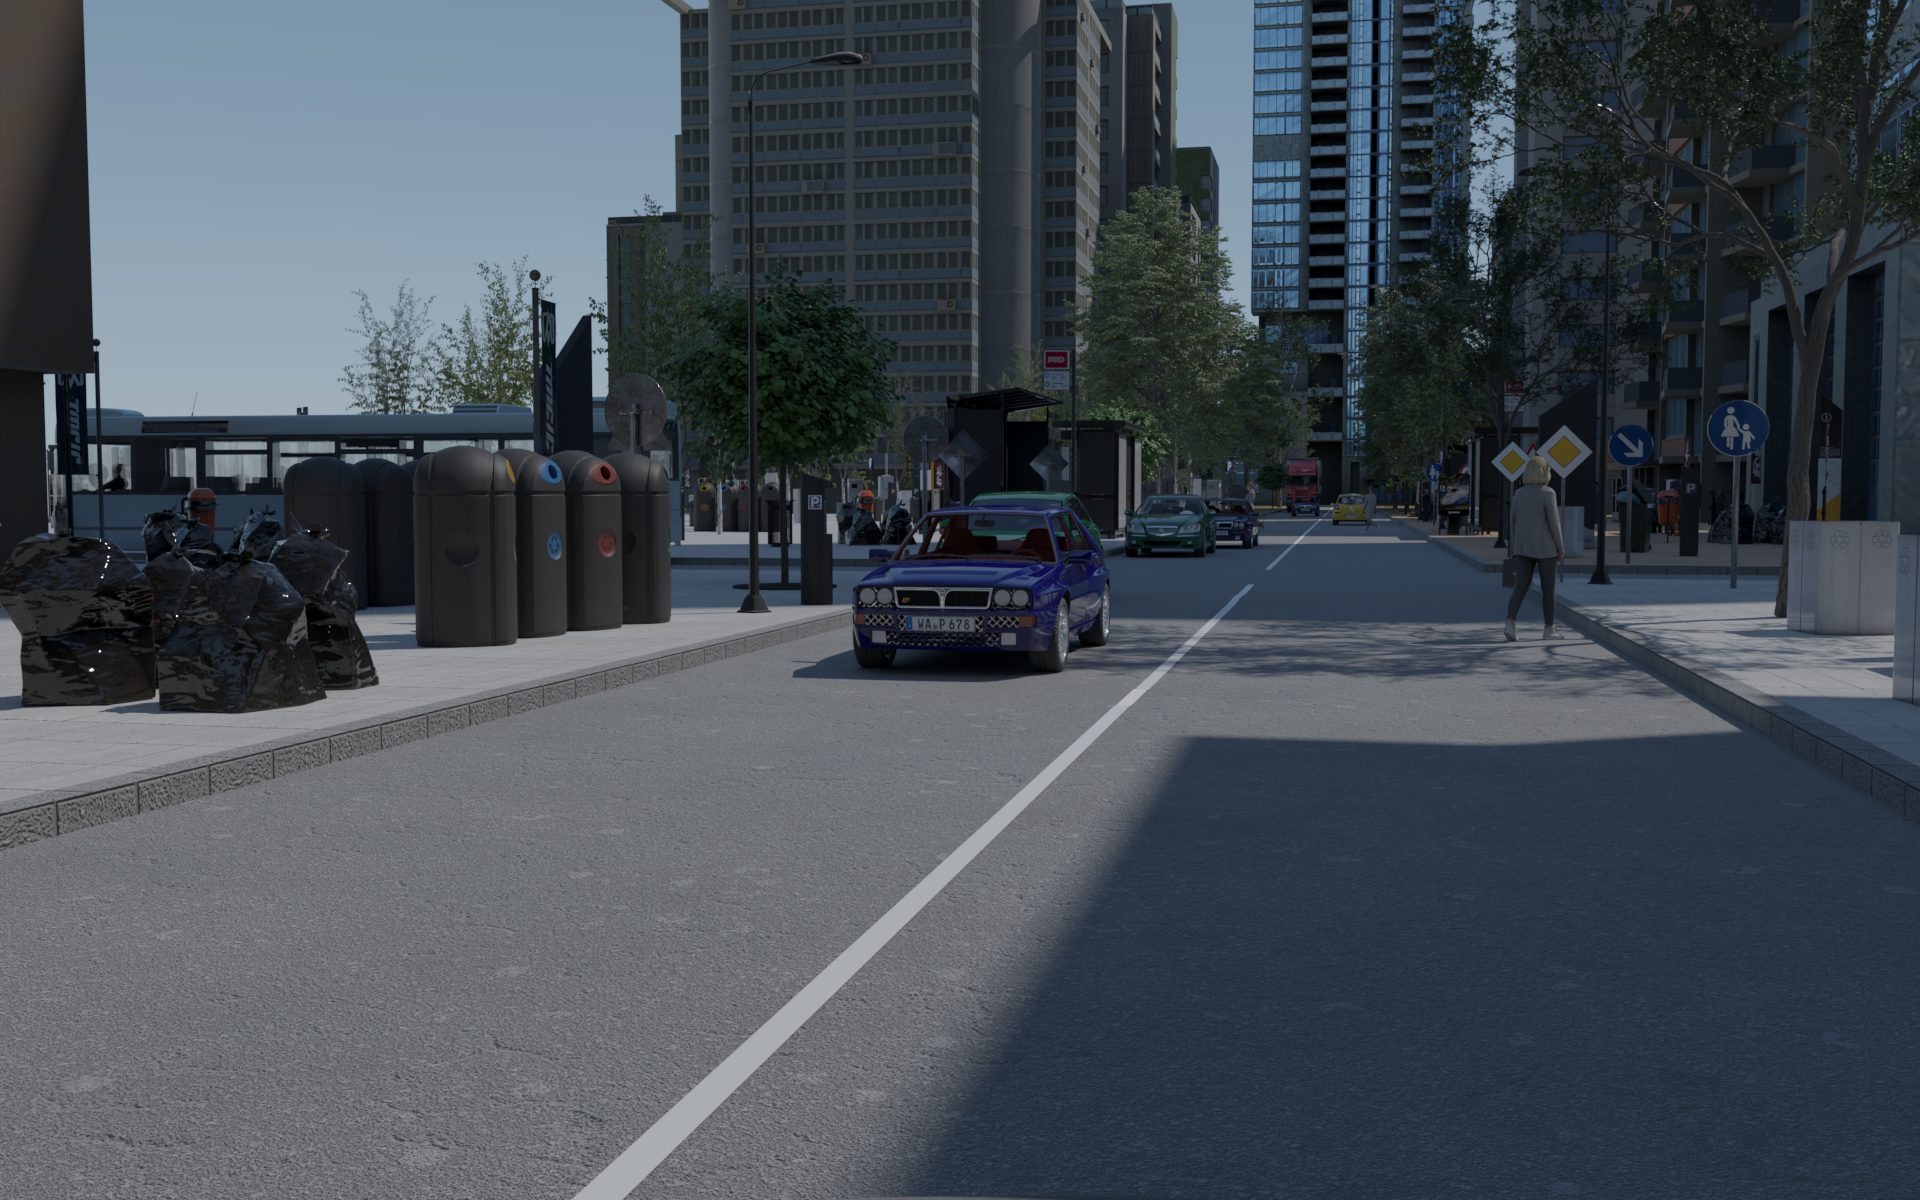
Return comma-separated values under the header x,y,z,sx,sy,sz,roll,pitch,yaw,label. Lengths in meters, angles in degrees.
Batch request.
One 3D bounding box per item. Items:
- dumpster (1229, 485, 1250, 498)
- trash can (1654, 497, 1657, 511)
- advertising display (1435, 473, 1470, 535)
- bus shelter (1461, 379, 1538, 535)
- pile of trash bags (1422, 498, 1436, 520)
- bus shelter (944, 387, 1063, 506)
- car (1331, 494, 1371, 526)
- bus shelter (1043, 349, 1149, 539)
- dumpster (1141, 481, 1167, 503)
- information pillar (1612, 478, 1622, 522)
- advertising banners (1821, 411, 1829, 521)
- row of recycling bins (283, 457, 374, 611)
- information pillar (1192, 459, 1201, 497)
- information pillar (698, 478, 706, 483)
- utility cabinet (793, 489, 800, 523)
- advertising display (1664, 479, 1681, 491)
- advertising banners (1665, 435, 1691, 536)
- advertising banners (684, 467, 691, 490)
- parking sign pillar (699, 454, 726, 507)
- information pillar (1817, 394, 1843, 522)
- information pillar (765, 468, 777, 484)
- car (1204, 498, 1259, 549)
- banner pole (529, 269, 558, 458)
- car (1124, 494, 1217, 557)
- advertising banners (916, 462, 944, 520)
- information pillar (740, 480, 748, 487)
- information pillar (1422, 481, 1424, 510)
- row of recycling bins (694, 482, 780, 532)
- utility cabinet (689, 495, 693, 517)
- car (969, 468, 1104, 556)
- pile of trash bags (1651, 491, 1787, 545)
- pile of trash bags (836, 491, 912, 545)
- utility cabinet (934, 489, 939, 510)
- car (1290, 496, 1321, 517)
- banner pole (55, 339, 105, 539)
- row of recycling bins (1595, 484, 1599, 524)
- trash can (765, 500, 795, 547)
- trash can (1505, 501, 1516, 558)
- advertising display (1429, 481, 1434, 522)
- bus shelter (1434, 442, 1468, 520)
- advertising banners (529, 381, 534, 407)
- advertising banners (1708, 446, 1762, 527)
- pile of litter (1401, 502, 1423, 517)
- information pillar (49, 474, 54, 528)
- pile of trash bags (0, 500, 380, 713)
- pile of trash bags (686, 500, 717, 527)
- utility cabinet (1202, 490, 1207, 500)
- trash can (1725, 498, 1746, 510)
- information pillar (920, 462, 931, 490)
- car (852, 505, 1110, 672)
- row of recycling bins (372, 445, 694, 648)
x,y,z,sx,sy,sz,roll,pitch,yaw,label
17.343,-6.241,107.806,1.264,1.857,1.865,1,4,13,dumpster
30.591,-3.933,75.962,0.748,1.137,0.748,0,3,0,trash can
15.352,-2.975,53.851,0.974,1.923,0.123,0,4,-3,advertising display
18.061,-4.926,58.168,2.179,5.291,8.768,1,4,13,bus shelter
24.375,-4.741,87.275,1.912,1.369,3.447,2,4,25,pile of trash bags
1.118,-3.060,41.313,1.731,3.624,6.357,1,4,13,bus shelter
18.181,-4.284,80.267,2.015,1.641,3.980,1,4,14,car
3.946,-4.459,50.535,2.179,5.291,8.768,1,4,13,bus shelter
7.986,-4.109,72.945,1.264,1.857,1.865,1,4,13,dumpster
29.698,-4.513,78.272,0.304,2.012,0.304,0,4,-8,information pillar
17.970,-2.433,35.968,0.090,3.025,2.074,2,4,28,advertising banners
-6.623,-0.815,20.436,1.069,1.692,3.534,1,4,15,row of recycling bins
12.842,-6.270,93.863,0.504,3.616,0.183,0,4,-3,information pillar
-11.805,-4.589,79.523,0.304,2.012,0.304,1,4,14,information pillar
-7.111,-4.156,76.626,0.318,1.500,1.173,-1,4,-16,utility cabinet
29.745,-4.089,72.070,0.974,1.923,0.123,-1,4,-11,advertising display
21.845,-3.455,52.681,0.090,3.025,2.074,0,4,5,advertising banners
-16.906,-7.096,112.206,2.074,3.025,0.090,-1,4,-22,advertising banners
-12.068,-5.873,84.488,1.447,3.967,1.447,0,4,-7,parking sign pillar
20.178,-2.989,40.220,0.504,3.616,0.183,2,4,28,information pillar
-7.322,-4.644,67.285,0.504,3.616,0.183,0,4,7,information pillar
7.103,-2.086,46.687,1.945,1.354,3.894,1,4,13,car
-4.707,-1.812,19.644,0.401,3.779,0.863,0,4,8,banner pole
5.013,-1.777,40.859,2.131,1.459,4.920,1,4,13,car
-0.468,-3.615,55.286,2.074,3.025,0.090,-2,4,-28,advertising banners
-11.262,-5.250,90.328,0.304,2.012,0.304,1,4,20,information pillar
26.208,-5.714,97.920,0.304,2.012,0.304,0,4,5,information pillar
-7.548,-3.180,59.112,3.534,1.692,1.069,2,4,25,row of recycling bins
-14.487,-5.185,95.929,1.020,1.237,0.306,0,4,1,utility cabinet
0.836,-0.873,23.068,1.959,1.807,4.718,1,4,12,car
19.896,-2.154,44.963,3.447,1.369,1.912,1,4,20,pile of trash bags
-2.276,-2.147,44.858,1.912,1.369,3.447,-1,4,-11,pile of trash bags
-0.702,-4.031,74.580,1.173,1.500,0.318,-1,4,-21,utility cabinet
22.109,-6.005,110.760,1.945,1.354,3.894,1,4,12,car
-14.083,-2.314,27.843,0.863,3.779,0.401,-3,5,-39,banner pole
25.952,-4.112,74.342,3.534,1.692,1.069,0,4,-6,row of recycling bins
-4.368,-1.859,42.044,0.748,1.137,0.748,0,3,0,trash can
10.904,-1.334,33.457,0.748,1.137,0.748,0,3,0,trash can
21.817,-4.490,78.619,0.974,1.923,0.123,0,4,2,advertising display
23.320,-5.527,81.643,1.731,3.624,6.357,1,4,13,bus shelter
-6.622,-1.942,27.947,0.090,3.025,2.074,0,4,3,advertising banners
21.064,-3.103,46.926,2.074,3.025,0.090,-2,4,-26,advertising banners
25.286,-5.018,96.009,1.719,0.858,1.176,1,4,12,pile of litter
-33.821,-3.687,64.778,0.304,2.012,0.304,3,4,37,information pillar
-5.526,-0.096,11.317,3.447,1.369,1.912,1,4,17,pile of trash bags
-10.264,-3.611,68.790,3.447,1.369,1.912,2,4,30,pile of trash bags
14.891,-5.921,105.490,0.318,1.500,1.173,1,4,12,utility cabinet
26.954,-2.970,60.215,0.748,1.137,0.748,0,3,0,trash can
-1.175,-4.175,59.624,0.183,3.616,0.504,-3,5,-40,information pillar
0.275,-0.166,15.287,1.945,1.354,3.894,1,4,13,car
-3.818,-0.547,16.060,1.069,1.692,3.534,1,4,19,row of recycling bins
